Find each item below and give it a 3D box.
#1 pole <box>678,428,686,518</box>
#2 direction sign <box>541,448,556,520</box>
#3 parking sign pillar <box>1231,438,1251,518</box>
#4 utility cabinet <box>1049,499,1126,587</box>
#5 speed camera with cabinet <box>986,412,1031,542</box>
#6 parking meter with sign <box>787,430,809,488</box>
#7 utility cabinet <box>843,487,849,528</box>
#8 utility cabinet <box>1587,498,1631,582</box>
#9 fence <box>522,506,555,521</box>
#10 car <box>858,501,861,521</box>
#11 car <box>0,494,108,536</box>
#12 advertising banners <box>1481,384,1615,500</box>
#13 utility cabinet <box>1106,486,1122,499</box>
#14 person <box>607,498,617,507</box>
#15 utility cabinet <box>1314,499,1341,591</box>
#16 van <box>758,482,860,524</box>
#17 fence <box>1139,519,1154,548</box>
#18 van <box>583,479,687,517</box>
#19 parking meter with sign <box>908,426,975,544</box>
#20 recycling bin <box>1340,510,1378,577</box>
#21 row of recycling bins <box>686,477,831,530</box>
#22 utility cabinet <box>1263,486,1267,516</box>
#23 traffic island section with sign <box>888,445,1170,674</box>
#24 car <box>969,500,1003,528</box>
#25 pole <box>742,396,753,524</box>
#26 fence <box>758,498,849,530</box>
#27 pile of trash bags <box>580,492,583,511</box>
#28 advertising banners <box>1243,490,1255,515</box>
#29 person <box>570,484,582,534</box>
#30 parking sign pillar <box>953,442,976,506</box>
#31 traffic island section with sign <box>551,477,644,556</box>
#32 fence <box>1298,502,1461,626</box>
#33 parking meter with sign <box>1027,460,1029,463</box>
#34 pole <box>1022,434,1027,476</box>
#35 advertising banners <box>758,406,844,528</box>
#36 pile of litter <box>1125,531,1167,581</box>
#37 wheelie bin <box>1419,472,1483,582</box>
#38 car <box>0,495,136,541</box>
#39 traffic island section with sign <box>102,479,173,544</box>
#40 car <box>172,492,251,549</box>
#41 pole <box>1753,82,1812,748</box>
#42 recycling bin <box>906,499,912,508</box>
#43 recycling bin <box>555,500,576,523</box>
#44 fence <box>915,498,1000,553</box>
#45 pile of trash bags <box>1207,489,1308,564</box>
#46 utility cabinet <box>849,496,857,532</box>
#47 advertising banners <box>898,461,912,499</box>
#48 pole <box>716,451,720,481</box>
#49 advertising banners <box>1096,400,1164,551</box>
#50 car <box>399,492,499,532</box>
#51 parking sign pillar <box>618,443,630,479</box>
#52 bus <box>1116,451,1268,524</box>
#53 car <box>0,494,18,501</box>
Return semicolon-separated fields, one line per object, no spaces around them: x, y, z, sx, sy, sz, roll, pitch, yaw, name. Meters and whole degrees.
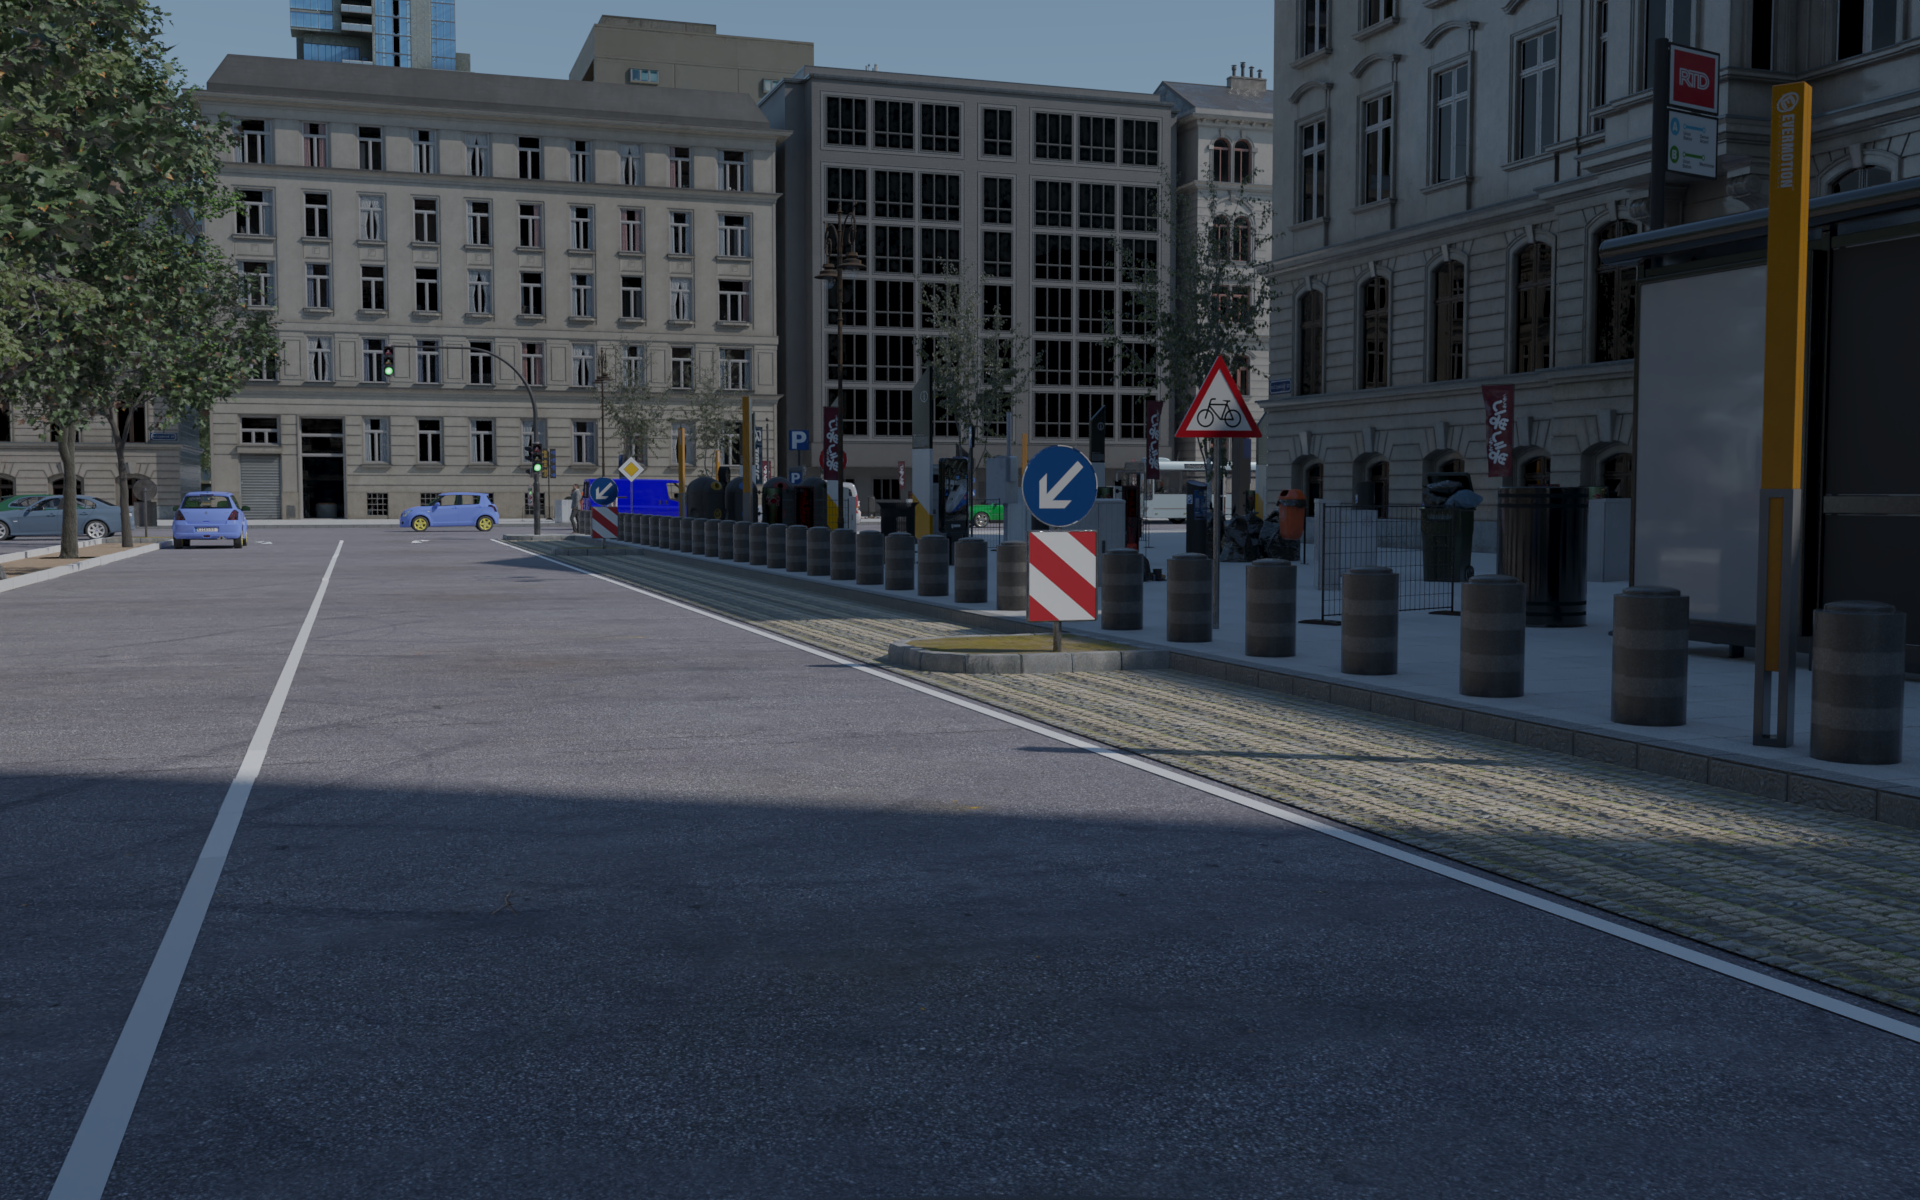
-8.604;-3.653;53.565;0.158;3.312;0.155;0;3;0;pole
-20.430;-5.754;86.074;0.379;3.537;0.876;3;4;38;direction sign
9.918;-4.446;61.170;1.447;3.967;1.447;0;4;-2;parking sign pillar
1.762;-0.782;23.944;1.020;1.237;0.306;-1;4;-14;utility cabinet
1.357;-2.957;42.686;0.660;3.252;2.038;2;4;29;speed camera with cabinet
-4.397;-3.068;46.421;0.543;3.016;1.738;0;4;1;parking meter with sign
-3.884;-2.661;52.189;1.173;1.500;0.318;2;4;35;utility cabinet
9.620;-0.884;25.621;0.306;1.237;1.020;3;5;45;utility cabinet
-20.218;-4.141;83.076;0.278;0.683;2.069;2;4;35;fence
-6.799;-3.955;77.018;4.827;1.381;2.083;-1;4;-20;car
-30.764;-2.880;58.879;4.920;1.459;2.131;-1;4;-18;car
9.202;-1.897;27.199;2.074;3.025;0.090;2;4;33;advertising banners
4.272;-2.368;47.395;0.318;1.500;1.173;0;4;-6;utility cabinet
-12.724;-3.319;63.443;0.731;1.740;0.598;2;4;31;person
4.985;-0.754;23.495;0.306;1.237;1.020;0;4;8;utility cabinet
-5.662;-3.333;61.498;4.112;2.044;2.013;-1;4;-18;van
3.894;-1.635;42.108;0.278;0.683;2.069;-3;4;-39;fence
-12.614;-4.021;70.129;5.245;2.365;2.240;-1;4;-21;van
-0.516;-2.952;44.531;1.738;3.016;0.543;0;4;-7;parking meter with sign
6.112;-0.897;27.214;0.722;1.027;0.722;0;4;-3;recycling bin
-4.796;-2.096;41.388;3.534;1.692;1.069;-2;4;-23;row of recycling bins
8.942;-2.408;48.045;1.173;1.500;0.318;-2;4;-35;utility cabinet
0.462;-0.370;14.685;1.989;1.847;2.006;-1;4;-19;traffic island section with sign
1.947;-4.005;74.283;4.718;1.807;1.959;-1;4;-19;car
-4.452;-2.597;36.306;0.158;3.312;0.155;0;3;0;pole
-3.182;-1.525;36.130;2.264;1.192;0.480;2;4;32;fence
-16.626;-4.438;82.308;3.447;1.369;1.912;0;4;-7;pile of trash bags
10.024;-3.706;56.786;2.074;3.025;0.090;-3;4;-38;advertising banners
-13.686;-3.236;61.590;0.473;1.802;0.592;1;4;11;person
0.203;-6.159;89.174;1.447;3.967;1.447;3;5;44;parking sign pillar
-8.615;-1.976;40.938;1.989;1.847;2.006;-1;4;-19;traffic island section with sign
4.395;-0.396;17.679;2.264;1.192;0.480;-3;4;-38;fence
4.258;-5.742;90.150;1.738;3.016;0.543;-1;4;-16;parking meter with sign
2.174;-3.956;58.518;0.158;3.312;0.155;0;3;0;pole
-3.099;-2.321;34.138;2.074;3.025;0.090;-3;5;-41;advertising banners
2.279;-0.724;25.810;1.719;0.858;1.176;2;4;29;pile of litter
7.162;-1.067;25.359;0.980;1.594;0.693;3;4;36;wheelie bin
-28.254;-2.576;54.125;4.499;1.417;2.014;-1;4;-18;car
-24.030;-2.618;50.936;2.006;1.907;1.989;-1;4;-19;traffic island section with sign
-20.126;-2.260;46.539;1.945;1.707;3.694;-1;4;-20;car
4.154;-0.912;8.747;0.158;3.312;0.155;0;3;0;pole
-2.270;-4.450;85.305;0.722;1.027;0.722;0;4;-7;recycling bin
-17.428;-3.910;76.490;0.722;1.027;0.722;-3;4;-37;recycling bin
-0.001;-1.653;38.237;2.264;1.192;0.480;-2;4;-32;fence
5.705;-1.417;32.926;1.912;1.369;3.447;-1;4;-15;pile of trash bags
-3.541;-2.606;53.767;0.306;1.237;1.020;1;4;21;utility cabinet
-2.534;-5.818;91.309;2.074;3.025;0.090;3;5;43;advertising banners
-11.385;-5.361;81.497;0.158;3.312;0.155;0;3;0;pole
3.113;-2.177;31.785;0.090;3.025;2.074;3;5;43;advertising banners
-19.563;-3.469;66.314;3.694;1.707;1.945;-1;4;-20;car
-16.365;-5.877;84.564;1.447;3.967;1.447;0;4;-5;parking sign pillar
13.529;-5.441;83.827;13.247;3.499;2.948;-1;4;-20;bus
-32.647;-3.221;62.455;4.222;1.686;2.009;-1;4;-18;car
